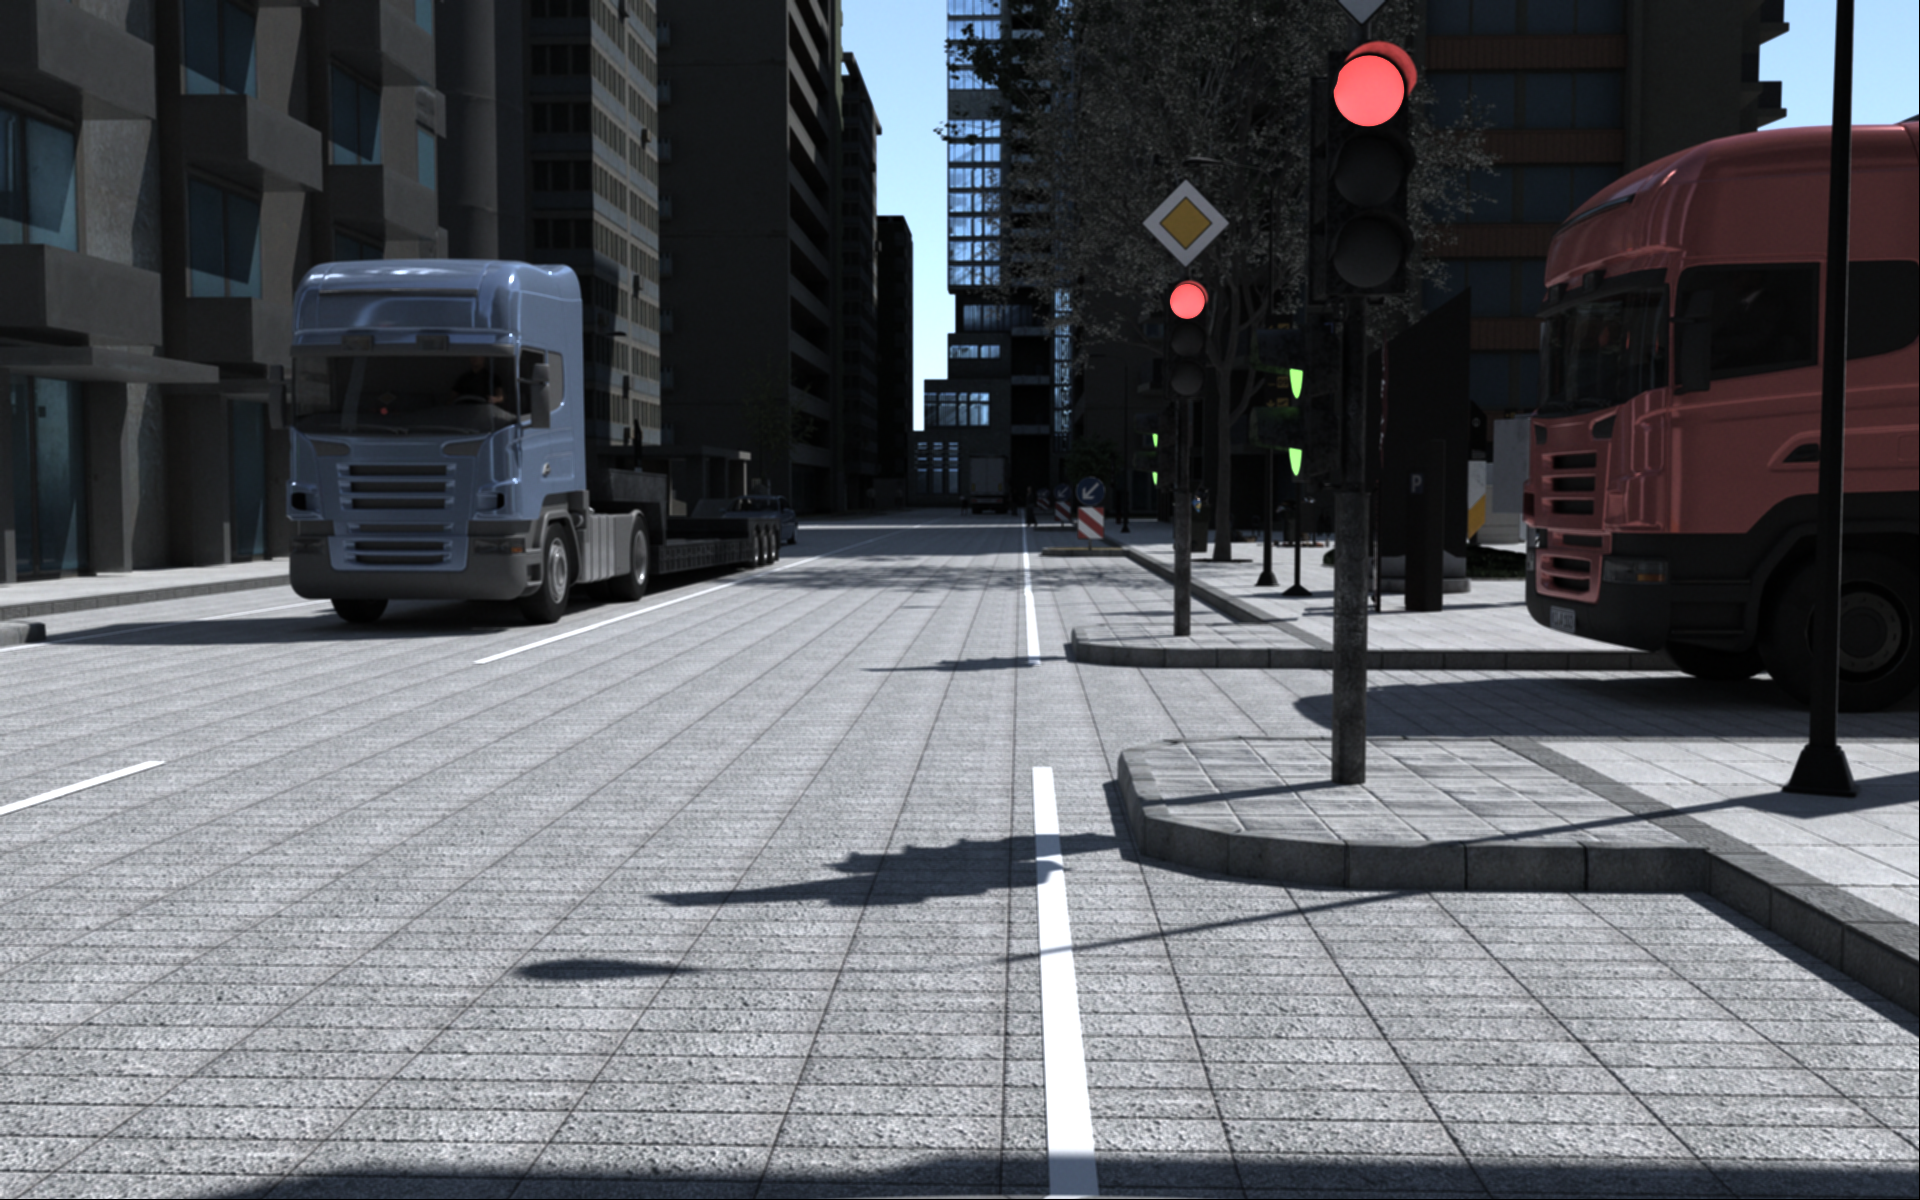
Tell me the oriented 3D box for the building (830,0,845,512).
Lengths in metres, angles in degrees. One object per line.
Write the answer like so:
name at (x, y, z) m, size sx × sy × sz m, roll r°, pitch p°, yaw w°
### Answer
building at (-15.786, -26.714, 120.371) m, size 14.154 × 41.232 × 14.086 m, roll 0°, pitch 4°, yaw 2°

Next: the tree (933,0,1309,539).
tree at (5.477, -11.759, 48.154) m, size 12.611 × 20.169 × 13.585 m, roll 0°, pitch 3°, yaw 0°

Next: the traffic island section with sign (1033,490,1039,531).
traffic island section with sign at (3.871, -3.595, 67.402) m, size 1.989 × 1.847 × 2.006 m, roll 0°, pitch 4°, yaw 2°

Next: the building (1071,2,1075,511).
building at (19.000, -36.009, 130.749) m, size 21.231 × 58.520 × 28.212 m, roll 0°, pitch 4°, yaw 2°

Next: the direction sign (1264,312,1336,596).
direction sign at (4.263, -1.823, 21.800) m, size 0.876 × 3.537 × 0.379 m, roll 1°, pitch 4°, yaw 19°

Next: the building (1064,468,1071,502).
building at (19.950, -43.820, 154.710) m, size 20.563 × 71.187 × 20.611 m, roll 0°, pitch 4°, yaw 2°

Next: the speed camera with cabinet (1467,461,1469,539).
speed camera with cabinet at (14.931, -3.299, 48.274) m, size 0.660 × 3.252 × 2.038 m, roll -2°, pitch 4°, yaw -24°

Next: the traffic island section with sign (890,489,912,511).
traffic island section with sign at (-5.089, -8.368, 145.437) m, size 1.989 × 1.847 × 2.006 m, roll 0°, pitch 4°, yaw 2°

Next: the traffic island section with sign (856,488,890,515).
traffic island section with sign at (-6.049, -6.720, 118.499) m, size 1.989 × 1.847 × 2.006 m, roll 0°, pitch 4°, yaw 2°

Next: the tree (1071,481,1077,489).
tree at (6.705, -6.042, 93.396) m, size 1.663 × 3.219 × 1.824 m, roll 0°, pitch 3°, yaw 0°

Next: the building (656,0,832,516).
building at (-19.386, -29.253, 101.981) m, size 21.300 × 48.544 × 21.600 m, roll 0°, pitch 4°, yaw 2°

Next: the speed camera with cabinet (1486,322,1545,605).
speed camera with cabinet at (7.255, -1.601, 20.514) m, size 2.038 × 3.252 × 0.660 m, roll -2°, pitch 4°, yaw -28°

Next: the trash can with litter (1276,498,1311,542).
trash can with litter at (9.002, -2.157, 46.647) m, size 0.624 × 1.170 × 1.055 m, roll 3°, pitch 4°, yaw 37°

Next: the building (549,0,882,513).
building at (-19.332, -28.142, 152.002) m, size 23.993 × 40.220 × 32.217 m, roll 0°, pitch 4°, yaw 2°

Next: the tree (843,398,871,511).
tree at (-8.951, -11.126, 132.273) m, size 4.360 × 8.622 × 3.978 m, roll 0°, pitch 3°, yaw 0°

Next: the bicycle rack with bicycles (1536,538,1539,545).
bicycle rack with bicycles at (11.497, -0.952, 28.955) m, size 2.852 × 0.926 × 2.925 m, roll -2°, pitch 4°, yaw -31°

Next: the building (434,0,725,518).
building at (-25.031, -22.902, 66.329) m, size 32.217 × 40.220 × 23.993 m, roll 0°, pitch 4°, yaw 2°

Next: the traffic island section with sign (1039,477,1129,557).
traffic island section with sign at (2.912, -1.947, 40.463) m, size 1.989 × 1.847 × 2.006 m, roll 0°, pitch 4°, yaw 2°

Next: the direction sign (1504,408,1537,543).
direction sign at (14.750, -3.283, 45.676) m, size 0.876 × 3.537 × 0.379 m, roll 0°, pitch 4°, yaw -4°

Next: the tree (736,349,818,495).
tree at (-9.657, -8.477, 88.955) m, size 4.737 × 8.622 × 4.395 m, roll 0°, pitch 3°, yaw 0°

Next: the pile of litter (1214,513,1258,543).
pile of litter at (7.409, -1.990, 46.500) m, size 1.176 × 0.858 × 1.719 m, roll 1°, pitch 4°, yaw 11°

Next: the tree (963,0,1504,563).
tree at (5.081, -7.468, 32.465) m, size 12.009 × 13.543 × 11.850 m, roll 0°, pitch 3°, yaw 0°

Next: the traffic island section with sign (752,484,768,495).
traffic island section with sign at (-7.842, -3.623, 67.867) m, size 1.989 × 1.847 × 2.006 m, roll 0°, pitch 4°, yaw 2°

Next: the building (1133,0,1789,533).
building at (18.642, -25.335, 68.854) m, size 22.147 × 44.769 × 28.867 m, roll 0°, pitch 4°, yaw 2°

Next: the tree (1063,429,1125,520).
tree at (6.749, -6.345, 87.447) m, size 4.285 × 4.588 × 4.351 m, roll 0°, pitch 3°, yaw 0°

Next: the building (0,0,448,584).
building at (-23.360, -25.151, 30.820) m, size 23.786 × 49.044 × 30.456 m, roll 0°, pitch 4°, yaw 2°

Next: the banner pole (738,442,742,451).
banner pole at (-10.590, -5.701, 83.224) m, size 0.401 × 3.779 × 0.863 m, roll 0°, pitch 4°, yaw 5°

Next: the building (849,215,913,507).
building at (-12.170, -25.075, 181.671) m, size 14.107 × 30.474 × 14.160 m, roll 0°, pitch 4°, yaw 2°

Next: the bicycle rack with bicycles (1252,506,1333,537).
bicycle rack with bicycles at (10.102, -2.435, 53.201) m, size 2.852 × 0.926 × 2.925 m, roll 0°, pitch 4°, yaw 5°

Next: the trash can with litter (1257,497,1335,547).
trash can with litter at (8.272, -1.917, 42.405) m, size 1.678 × 1.210 × 2.233 m, roll -2°, pitch 4°, yaw -35°

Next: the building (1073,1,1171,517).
building at (17.991, -29.498, 105.993) m, size 21.300 × 48.544 × 21.600 m, roll 0°, pitch 4°, yaw 2°

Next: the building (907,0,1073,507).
building at (10.541, -53.293, 184.019) m, size 31.000 × 86.520 × 22.319 m, roll 0°, pitch 4°, yaw 2°
